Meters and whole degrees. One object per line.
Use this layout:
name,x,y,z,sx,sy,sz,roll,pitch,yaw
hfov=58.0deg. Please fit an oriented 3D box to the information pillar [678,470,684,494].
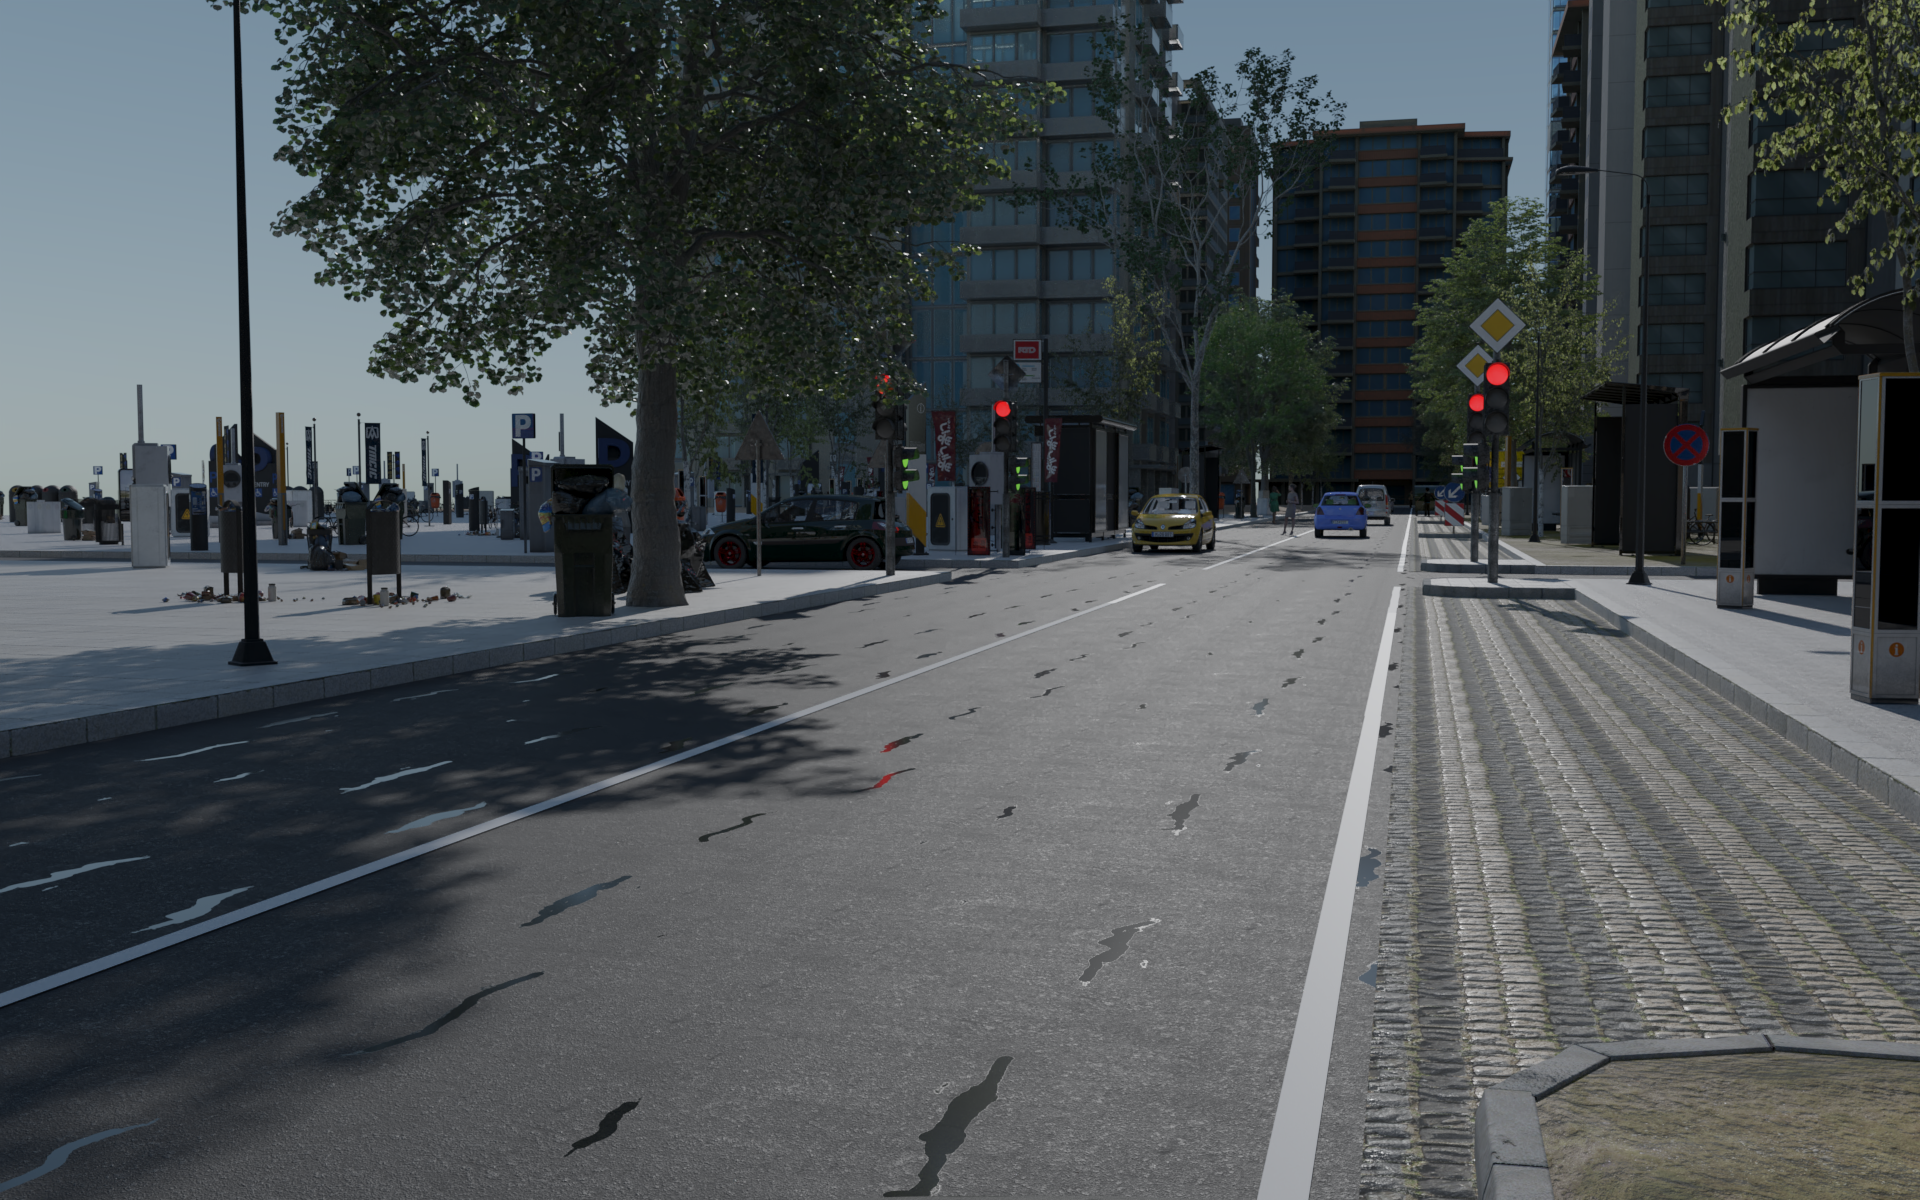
information pillar,-8.319,-2.914,52.137,0.304,2.012,0.304,0,4,-6

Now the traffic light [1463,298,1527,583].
traffic light,7.688,-2.203,24.942,0.839,4.253,0.868,1,4,15

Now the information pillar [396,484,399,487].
information pillar,-39.660,-7.189,122.033,0.304,2.012,0.304,-1,4,-9

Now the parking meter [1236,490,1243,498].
parking meter,15.935,-5.523,98.704,0.372,1.533,0.369,0,3,0

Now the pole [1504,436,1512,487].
pole,19.278,-4.105,60.965,0.158,3.312,0.155,0,3,0

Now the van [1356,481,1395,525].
van,19.367,-4.547,81.348,2.013,2.044,4.112,1,4,15

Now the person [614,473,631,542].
person,-6.118,-1.363,30.974,0.537,1.800,0.526,1,4,20

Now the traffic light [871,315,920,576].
traffic light,-1.081,-2.342,27.219,0.839,4.253,0.868,1,4,15

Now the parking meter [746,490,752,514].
parking meter,-13.472,-6.251,110.619,0.372,1.533,0.369,0,3,0

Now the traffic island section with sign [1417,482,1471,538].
traffic island section with sign,16.013,-2.932,56.564,1.989,1.847,2.006,1,4,15

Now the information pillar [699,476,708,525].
information pillar,-10.621,-4.111,71.705,0.304,2.012,0.304,0,4,3

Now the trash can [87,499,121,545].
trash can,-21.645,-1.979,44.013,0.748,1.137,0.748,0,3,0

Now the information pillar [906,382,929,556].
information pillar,-0.900,-2.739,36.139,0.504,3.616,0.183,-3,5,-41

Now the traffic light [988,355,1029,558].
traffic light,0.946,-2.815,34.943,0.839,4.253,0.868,1,4,15

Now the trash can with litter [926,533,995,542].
trash can with litter,0.181,-2.158,46.345,2.233,1.210,1.678,-1,4,-23

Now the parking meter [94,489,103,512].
parking meter,-40.531,-4.469,81.474,0.372,1.533,0.369,0,3,0

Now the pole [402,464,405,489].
pole,-37.401,-7.502,116.501,0.158,3.312,0.155,0,3,0

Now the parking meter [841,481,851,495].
parking meter,-5.066,-4.346,76.771,0.399,1.863,0.255,1,4,10

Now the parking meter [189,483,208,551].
parking meter,-17.255,-1.886,39.255,0.372,1.533,0.369,0,3,0

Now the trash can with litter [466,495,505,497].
trash can with litter,-14.848,-2.629,54.035,1.678,1.210,2.233,-2,4,-29

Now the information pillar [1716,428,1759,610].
information pillar,8.691,-0.910,19.368,0.304,2.012,0.304,-3,5,-43

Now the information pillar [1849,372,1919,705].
information pillar,5.708,-0.376,10.637,0.304,2.012,0.304,0,4,4

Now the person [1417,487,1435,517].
person,29.406,-6.175,109.089,1.348,1.869,0.705,-1,4,-18

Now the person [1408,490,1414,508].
person,46.448,-10.376,178.244,0.705,1.812,1.348,3,5,41

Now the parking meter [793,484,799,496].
parking meter,-9.524,-5.772,100.085,0.399,1.863,0.255,3,5,44

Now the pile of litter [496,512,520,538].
pile of litter,-12.947,-2.250,50.758,1.176,0.858,1.719,-2,4,-32

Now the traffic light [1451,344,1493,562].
traffic light,9.715,-2.676,32.667,0.839,4.253,0.868,1,4,15

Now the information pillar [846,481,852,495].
information pillar,-6.182,-5.616,96.318,0.304,2.012,0.304,0,4,4

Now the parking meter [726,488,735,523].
parking meter,-9.498,-3.875,71.768,0.372,1.533,0.369,0,3,0

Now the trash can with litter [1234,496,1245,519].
trash can with litter,14.494,-4.829,90.347,0.624,1.170,1.055,0,4,-7

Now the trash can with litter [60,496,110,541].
trash can with litter,-24.190,-2.221,47.694,1.055,1.170,0.624,0,4,5

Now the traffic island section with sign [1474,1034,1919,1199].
traffic island section with sign,1.963,0.343,3.019,1.989,1.847,2.006,1,4,15

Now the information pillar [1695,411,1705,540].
information pillar,20.776,-3.500,48.579,0.183,3.616,0.504,2,4,30

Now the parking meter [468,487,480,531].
parking meter,-16.818,-3.152,59.948,0.372,1.533,0.369,0,3,0

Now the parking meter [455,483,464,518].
parking meter,-27.207,-5.409,94.151,0.255,1.863,0.399,3,5,42

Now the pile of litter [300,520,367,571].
pile of litter,-10.668,-0.952,29.535,1.176,0.858,1.719,-1,4,-14

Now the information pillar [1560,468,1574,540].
information pillar,17.061,-2.704,48.709,0.304,2.012,0.304,2,4,23

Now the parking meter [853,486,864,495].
parking meter,-3.309,-2.946,56.572,0.372,1.533,0.369,0,3,0

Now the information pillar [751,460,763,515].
information pillar,-8.122,-4.770,69.336,0.504,3.616,0.183,0,4,0

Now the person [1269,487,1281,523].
person,15.329,-4.633,84.499,0.600,1.795,0.529,1,4,23

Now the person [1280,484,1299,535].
person,11.450,-3.138,60.147,0.374,1.781,0.599,-2,4,-34

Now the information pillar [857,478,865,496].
information pillar,-4.664,-4.717,81.618,0.304,2.012,0.304,1,4,11

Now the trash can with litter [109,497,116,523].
trash can with litter,-37.472,-3.979,76.446,0.624,1.170,1.055,-2,4,-35

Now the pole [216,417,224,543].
pole,-19.511,-3.171,45.691,0.158,3.312,0.155,0,3,0

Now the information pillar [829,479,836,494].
information pillar,-6.105,-4.825,83.386,0.304,2.012,0.304,1,4,16

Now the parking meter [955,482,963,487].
parking meter,-0.059,-5.004,87.521,0.399,1.863,0.255,3,5,41

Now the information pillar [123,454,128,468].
information pillar,-48.559,-6.691,100.754,0.504,3.616,0.183,3,4,37

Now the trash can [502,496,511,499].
trash can,-29.242,-6.138,112.003,0.748,1.137,0.748,0,3,0

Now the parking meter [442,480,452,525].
parking meter,-21.595,-4.112,72.938,0.255,1.863,0.399,0,4,4

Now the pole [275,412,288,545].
pole,-16.928,-3.019,43.209,0.158,3.312,0.155,0,3,0
